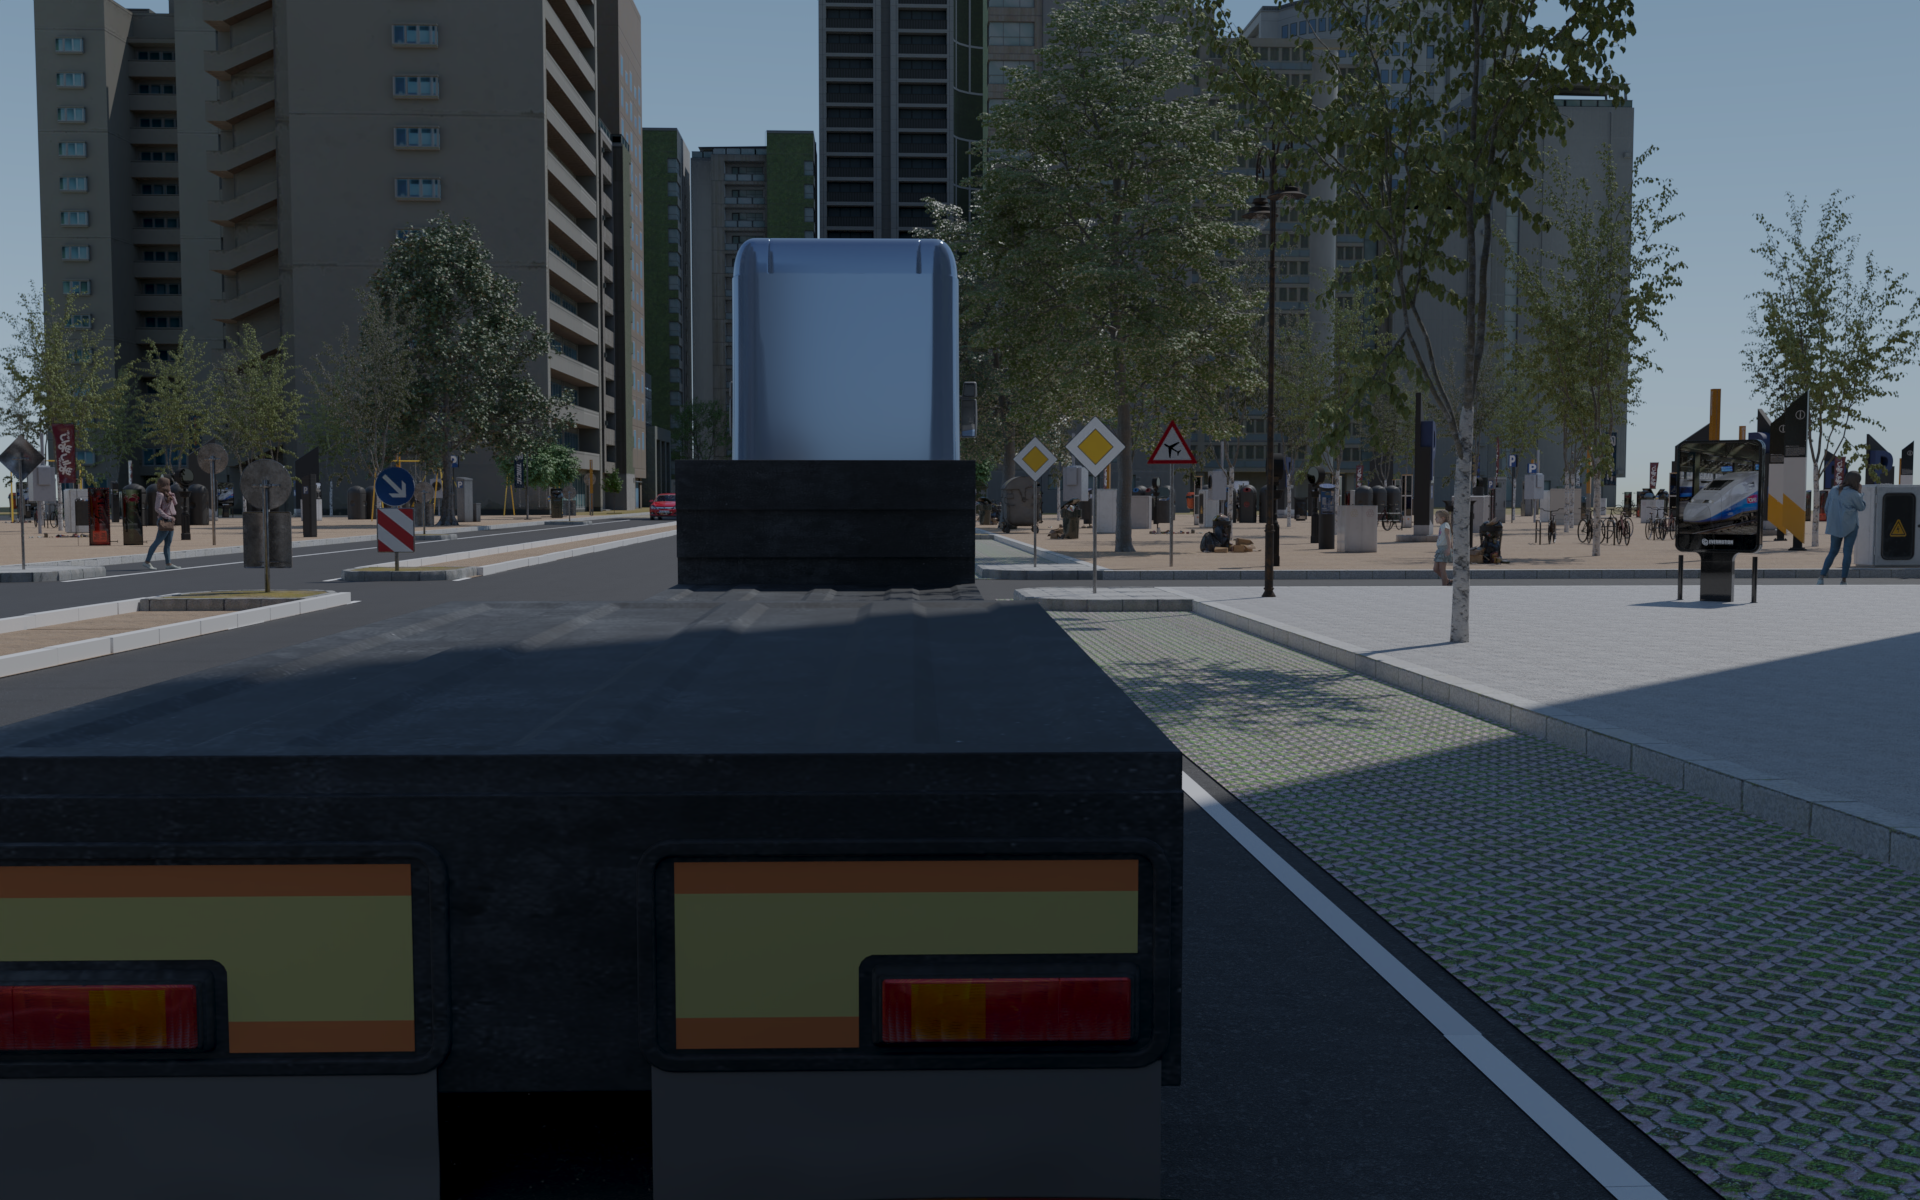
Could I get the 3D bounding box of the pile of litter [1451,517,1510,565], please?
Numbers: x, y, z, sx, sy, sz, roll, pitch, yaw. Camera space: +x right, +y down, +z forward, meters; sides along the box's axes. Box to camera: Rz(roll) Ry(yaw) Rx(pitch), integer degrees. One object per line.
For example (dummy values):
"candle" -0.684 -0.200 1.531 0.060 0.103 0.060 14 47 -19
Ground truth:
"pile of litter" 9.645 -1.119 32.253 1.176 0.858 1.719 1 4 20

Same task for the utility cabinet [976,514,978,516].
"utility cabinet" 0.705 -5.472 98.152 0.318 1.500 1.173 -1 4 -17

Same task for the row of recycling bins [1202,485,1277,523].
"row of recycling bins" 12.358 -4.289 77.235 3.534 1.692 1.069 0 4 8

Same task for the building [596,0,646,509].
"building" -34.636 -30.357 146.455 14.600 45.320 14.200 0 4 -3

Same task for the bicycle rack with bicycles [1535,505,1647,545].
"bicycle rack with bicycles" 15.911 -1.902 44.483 2.852 0.926 2.925 1 4 16

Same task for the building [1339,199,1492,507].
"building" 43.803 -24.560 173.251 14.107 30.474 14.160 0 4 -3

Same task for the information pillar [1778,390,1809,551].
"information pillar" 18.919 -2.926 39.197 0.504 3.616 0.183 3 5 44

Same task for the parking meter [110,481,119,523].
"parking meter" -38.156 -4.433 78.197 0.255 1.863 0.399 -3 5 -40

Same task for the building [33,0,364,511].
"building" -71.042 -33.013 163.461 21.600 48.544 21.300 0 4 -3

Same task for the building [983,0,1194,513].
"building" 8.518 -26.895 123.333 14.154 41.232 14.086 0 4 -3

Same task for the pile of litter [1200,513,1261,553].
"pile of litter" 6.017 -1.491 38.343 1.719 0.858 1.176 -2 4 -28

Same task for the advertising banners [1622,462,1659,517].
"advertising banners" 37.538 -6.077 95.542 0.090 3.025 2.074 -3 5 -40

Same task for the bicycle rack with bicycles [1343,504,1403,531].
"bicycle rack with bicycles" 14.571 -2.929 61.272 2.925 0.926 2.852 -2 4 -30

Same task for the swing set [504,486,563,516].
"swing set" -25.085 -6.342 101.308 3.119 2.851 2.862 0 4 -2

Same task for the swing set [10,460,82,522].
"swing set" -42.265 -5.030 79.866 3.119 2.851 2.862 -2 4 -28

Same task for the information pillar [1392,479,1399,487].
"information pillar" 21.933 -5.052 87.099 0.304 2.012 0.304 -1 4 -13

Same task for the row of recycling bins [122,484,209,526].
"row of recycling bins" -32.176 -3.864 70.281 1.069 1.692 3.534 2 4 35

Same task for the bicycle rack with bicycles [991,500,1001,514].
"bicycle rack with bicycles" 2.377 -5.502 103.342 2.925 0.926 2.852 -2 4 -33

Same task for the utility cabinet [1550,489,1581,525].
"utility cabinet" 24.541 -3.764 70.214 1.173 1.500 0.318 1 4 15

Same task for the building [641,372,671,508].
"building" -44.389 -51.976 162.472 31.000 86.520 22.319 0 4 -3

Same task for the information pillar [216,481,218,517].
"information pillar" -40.428 -5.462 93.798 0.304 2.012 0.304 0 4 8

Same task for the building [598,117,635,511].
"building" -33.063 -22.079 132.695 14.160 30.474 14.107 0 4 -3

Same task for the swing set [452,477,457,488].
"swing set" -30.855 -6.427 102.699 2.862 2.851 3.119 0 4 2

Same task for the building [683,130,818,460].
"building" -23.246 -31.442 197.669 14.086 41.232 14.154 0 4 -3

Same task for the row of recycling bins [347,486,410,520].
"row of recycling bins" -29.477 -4.949 88.024 1.069 1.692 3.534 2 4 34

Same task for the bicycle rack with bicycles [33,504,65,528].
"bicycle rack with bicycles" -33.941 -3.213 65.922 2.852 0.926 2.925 -2 4 -30

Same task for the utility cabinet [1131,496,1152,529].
"utility cabinet" 6.550 -3.223 63.861 1.020 1.237 0.306 2 4 30

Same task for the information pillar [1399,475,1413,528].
"information pillar" 16.894 -3.730 65.483 0.304 2.012 0.304 -1 4 -15

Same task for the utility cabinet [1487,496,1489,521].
"utility cabinet" 20.033 -3.418 67.042 0.306 1.237 1.020 -2 4 -25

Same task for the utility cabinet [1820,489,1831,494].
"utility cabinet" 42.146 -4.596 83.817 1.173 1.500 0.318 -1 4 -23

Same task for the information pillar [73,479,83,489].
"information pillar" -42.223 -4.798 82.937 0.304 2.012 0.304 0 4 7

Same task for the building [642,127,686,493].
"building" -37.978 -31.351 196.188 14.086 41.232 14.154 0 4 -3

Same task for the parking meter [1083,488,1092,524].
"parking meter" 5.464 -4.014 74.037 0.372 1.533 0.369 0 3 0

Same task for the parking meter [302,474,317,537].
"parking meter" -19.312 -2.795 51.402 0.399 1.863 0.255 2 4 32

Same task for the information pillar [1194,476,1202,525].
"information pillar" 9.752 -4.064 70.933 0.304 2.012 0.304 1 4 14

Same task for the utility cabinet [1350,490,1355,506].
"utility cabinet" 23.133 -5.612 100.428 1.173 1.500 0.318 -3 4 -37

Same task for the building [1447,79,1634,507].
"building" 57.853 -30.035 174.660 14.086 41.232 14.154 0 4 -3

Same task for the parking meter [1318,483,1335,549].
"parking meter" 8.540 -1.951 40.302 0.372 1.533 0.369 0 3 0

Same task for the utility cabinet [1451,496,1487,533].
"utility cabinet" 16.794 -2.821 57.282 1.020 1.237 0.306 1 4 20

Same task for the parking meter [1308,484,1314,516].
"parking meter" 20.203 -5.739 99.539 0.399 1.863 0.255 -3 5 -43

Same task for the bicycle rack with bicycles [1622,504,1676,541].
"bicycle rack with bicycles" 19.388 -2.192 49.229 2.852 0.926 2.925 3 5 44

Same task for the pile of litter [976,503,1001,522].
"pile of litter" 1.289 -4.075 80.592 1.719 0.858 1.176 -3 5 -45

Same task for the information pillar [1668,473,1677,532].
"information pillar" 24.465 -3.355 59.339 0.304 2.012 0.304 2 4 33

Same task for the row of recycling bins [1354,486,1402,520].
"row of recycling bins" 20.769 -4.750 84.776 3.534 1.692 1.069 -2 4 -33

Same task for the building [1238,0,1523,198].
"building" 47.944 -40.464 203.584 28.212 58.520 21.231 0 4 -3

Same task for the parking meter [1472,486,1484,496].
"parking meter" 17.336 -3.031 57.975 0.372 1.533 0.369 0 3 0

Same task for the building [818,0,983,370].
"building" -5.741 -46.617 200.433 20.611 71.187 20.563 0 4 -3

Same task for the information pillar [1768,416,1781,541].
"information pillar" 22.459 -3.434 47.494 0.504 3.616 0.183 2 4 26

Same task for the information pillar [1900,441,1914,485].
"information pillar" 41.286 -5.147 75.501 0.504 3.616 0.183 1 4 18

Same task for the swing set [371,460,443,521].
"swing set" -25.800 -5.079 80.666 3.119 2.851 2.862 -2 4 -30

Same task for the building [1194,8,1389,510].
"building" 16.011 -27.579 142.791 32.217 40.220 23.993 0 4 -3

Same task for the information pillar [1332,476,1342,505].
"information pillar" 15.344 -4.040 70.545 0.304 2.012 0.304 2 4 31

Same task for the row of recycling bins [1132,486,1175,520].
"row of recycling bins" 9.159 -4.780 85.264 1.069 1.692 3.534 -3 5 -44

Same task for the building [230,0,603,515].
"building" -36.104 -29.965 113.636 21.300 48.544 21.600 0 4 -3

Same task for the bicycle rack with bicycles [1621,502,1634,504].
"bicycle rack with bicycles" 41.687 -5.692 106.449 2.925 0.926 2.852 2 4 28
